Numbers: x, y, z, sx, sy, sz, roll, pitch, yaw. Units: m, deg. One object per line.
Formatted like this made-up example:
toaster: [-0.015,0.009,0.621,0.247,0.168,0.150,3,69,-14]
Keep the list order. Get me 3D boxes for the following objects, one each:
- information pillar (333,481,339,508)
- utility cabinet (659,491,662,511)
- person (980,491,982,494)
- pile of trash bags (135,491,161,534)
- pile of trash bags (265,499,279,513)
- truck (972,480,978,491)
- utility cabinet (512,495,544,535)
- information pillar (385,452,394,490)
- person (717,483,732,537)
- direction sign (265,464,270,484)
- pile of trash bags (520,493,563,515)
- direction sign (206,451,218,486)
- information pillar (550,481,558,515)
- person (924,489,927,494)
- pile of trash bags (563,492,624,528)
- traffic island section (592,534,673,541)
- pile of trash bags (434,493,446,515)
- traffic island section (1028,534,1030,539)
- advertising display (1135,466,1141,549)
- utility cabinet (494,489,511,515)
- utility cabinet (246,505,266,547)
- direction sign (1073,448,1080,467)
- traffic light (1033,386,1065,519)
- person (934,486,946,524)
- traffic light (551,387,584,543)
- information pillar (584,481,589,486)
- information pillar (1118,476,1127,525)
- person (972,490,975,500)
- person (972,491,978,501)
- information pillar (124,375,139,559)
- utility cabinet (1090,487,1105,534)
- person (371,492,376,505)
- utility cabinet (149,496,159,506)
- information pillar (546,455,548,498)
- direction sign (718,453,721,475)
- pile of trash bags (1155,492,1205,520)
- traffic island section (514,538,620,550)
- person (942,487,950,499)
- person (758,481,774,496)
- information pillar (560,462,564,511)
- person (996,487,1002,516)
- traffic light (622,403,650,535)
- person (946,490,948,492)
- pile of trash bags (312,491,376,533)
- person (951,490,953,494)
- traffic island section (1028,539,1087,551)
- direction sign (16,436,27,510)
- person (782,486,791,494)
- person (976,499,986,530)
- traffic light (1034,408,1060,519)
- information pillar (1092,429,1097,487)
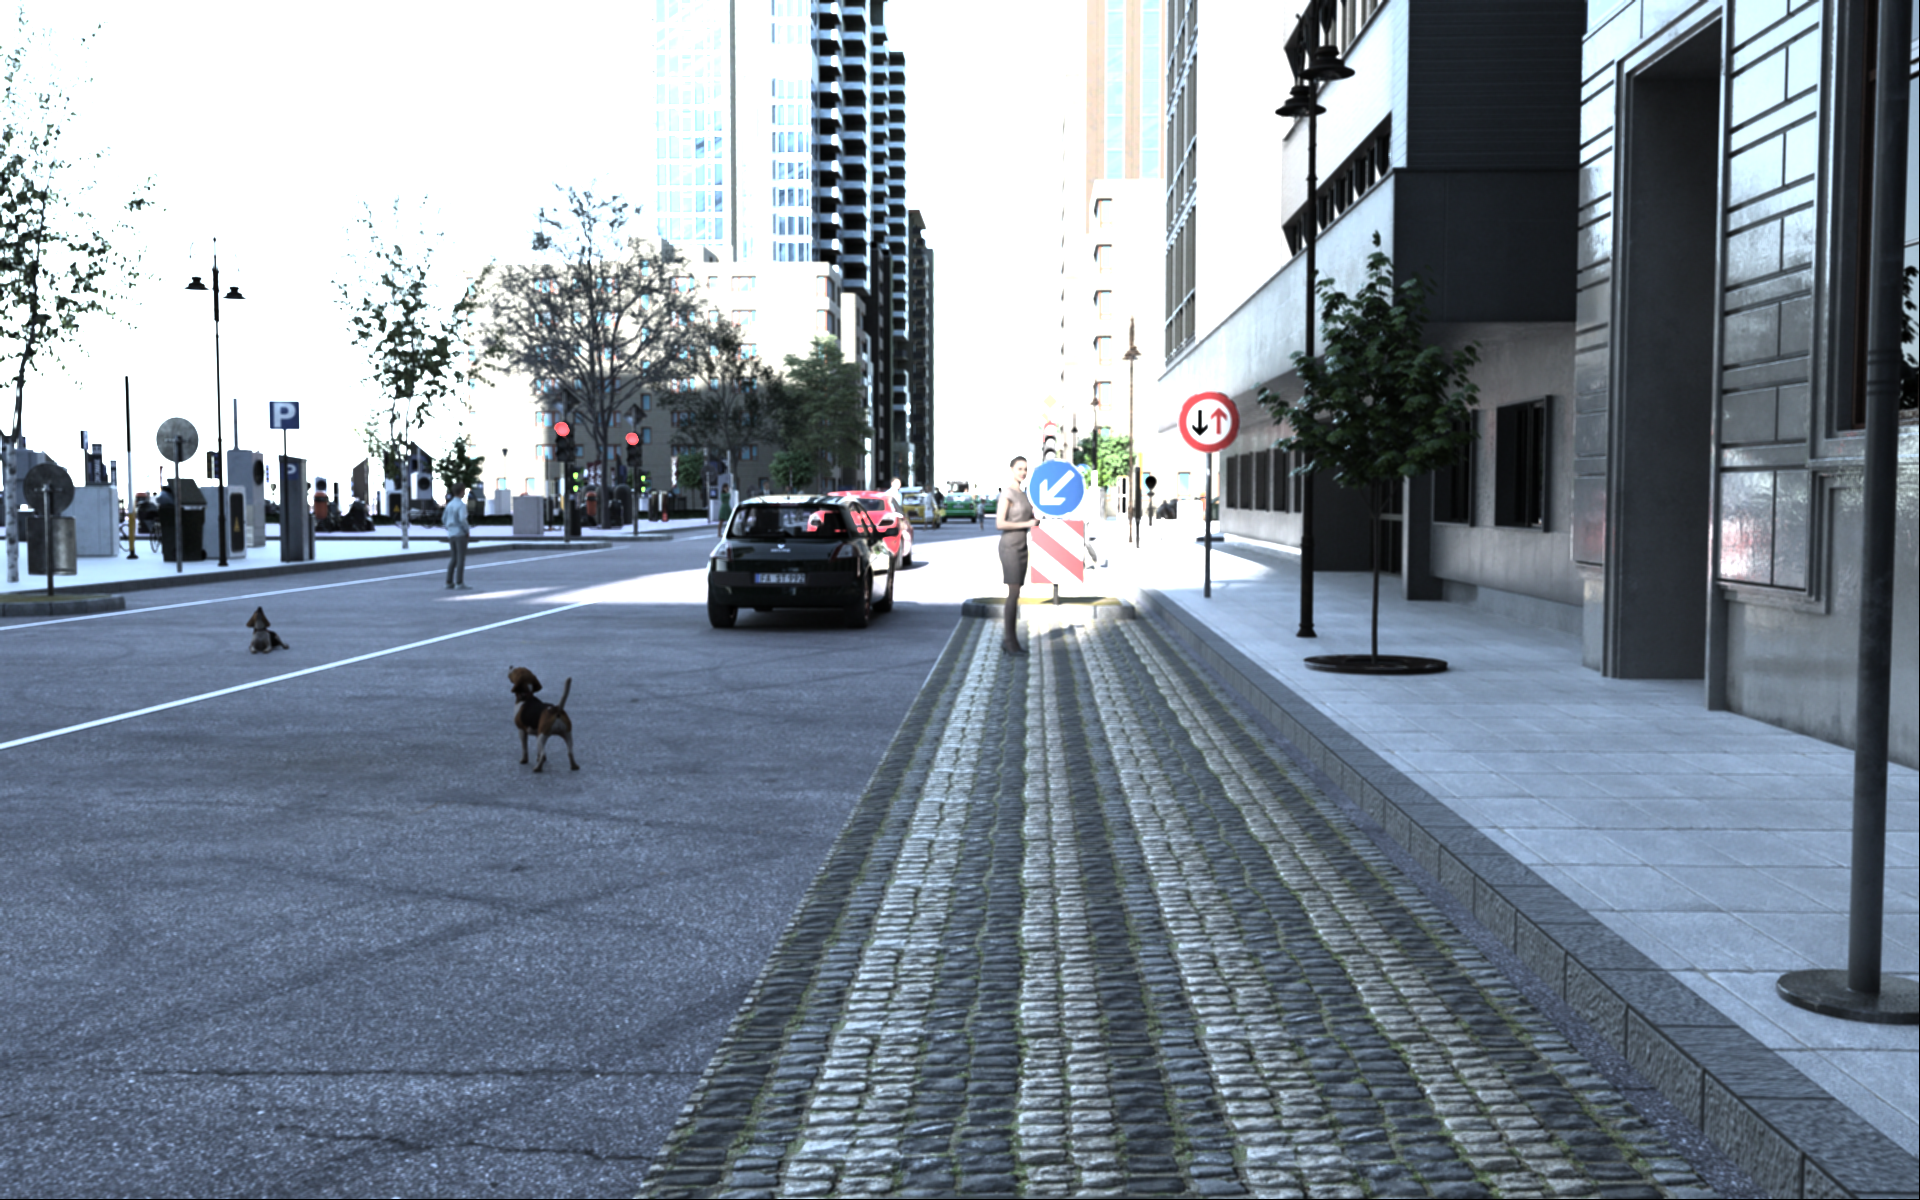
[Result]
information pillar: [-36.352,-5.898,100.924,0.304,2.012,0.304,-1,4,-12]
utility cabinet: [-20.789,-6.928,121.947,0.318,1.500,1.173,-2,4,-34]
person: [1.938,-9.539,165.175,0.721,1.736,1.217,-1,4,-21]
pile of trash bags: [-26.248,-2.887,56.952,3.447,1.369,1.912,3,4,36]
pile of trash bags: [-33.626,-4.421,82.042,1.912,1.369,3.447,1,4,11]
truck: [0.855,-15.017,241.459,3.469,3.379,9.791,0,4,2]
utility cabinet: [-13.567,-2.646,54.425,1.020,1.237,0.306,2,4,24]
information pillar: [-29.992,-6.102,91.116,0.504,3.616,0.183,1,4,8]
person: [-7.843,-3.005,57.873,0.529,1.795,0.600,0,4,5]
direction sign: [-52.375,-8.465,130.402,0.876,3.537,0.379,-3,5,-44]
pile of trash bags: [-24.148,-5.586,101.080,3.447,1.369,1.912,1,4,15]
direction sign: [-39.681,-6.114,91.957,0.379,3.537,0.876,1,4,19]
information pillar: [-22.265,-5.541,95.082,0.304,2.012,0.304,1,4,23]
person: [-2.351,-6.863,120.810,0.767,1.812,0.694,-1,4,-22]
pile of trash bags: [-14.133,-3.532,67.504,1.912,1.369,3.447,0,4,-5]
traffic island section: [-10.091,-1.928,53.800,2.009,0.180,2.903,0,4,2]
pile of trash bags: [-28.938,-5.345,97.135,1.912,1.369,3.447,-1,4,-8]
traffic island section: [2.690,-1.896,53.279,2.009,0.180,2.903,0,4,2]
advertising display: [4.177,-2.171,40.709,0.123,1.923,0.974,0,4,4]
utility cabinet: [-20.456,-4.207,77.470,0.318,1.500,1.173,1,4,8]
utility cabinet: [-17.229,-2.037,41.984,0.318,1.500,1.173,-3,5,-43]
direction sign: [5.984,-5.729,85.668,0.876,3.537,0.379,-1,4,-20]
traffic light: [2.327,-3.441,45.188,0.839,4.253,0.868,0,4,2]
person: [-1.233,-4.479,81.947,0.699,1.804,1.509,-2,4,-25]
traffic light: [-10.375,-3.472,45.685,0.839,4.253,0.868,0,4,2]
information pillar: [-20.764,-5.631,96.562,0.304,2.012,0.304,1,4,15]
information pillar: [6.781,-4.147,72.292,0.304,2.012,0.304,-1,4,-21]
person: [1.291,-9.405,162.279,0.705,1.823,1.348,-1,4,-13]
person: [1.387,-8.791,152.955,0.721,1.735,1.217,-3,5,-43]
information pillar: [-16.453,-2.630,34.351,0.183,3.616,0.504,-1,4,-19]
utility cabinet: [4.368,-2.831,54.963,0.318,1.500,1.173,1,4,14]
person: [-71.780,-12.408,212.302,0.756,1.711,0.436,-1,4,-16]
utility cabinet: [-32.565,-3.635,70.597,1.020,1.237,0.306,2,4,30]
information pillar: [-24.648,-6.851,103.375,0.183,3.616,0.504,-1,4,-10]
direction sign: [-13.420,-6.393,96.528,0.379,3.537,0.876,0,4,0]
pile of trash bags: [11.259,-4.641,85.637,1.912,1.369,3.447,3,5,43]
traffic island section: [-10.414,-1.440,45.821,2.009,0.180,2.903,0,4,2]
person: [-0.864,-6.123,108.381,0.659,1.850,0.755,1,4,19]
person: [-6.045,-2.827,54.495,0.659,1.850,0.755,-1,4,-16]
information pillar: [-21.043,-6.162,92.099,0.504,3.616,0.183,2,4,35]
person: [1.809,-4.023,74.840,0.480,1.755,0.524,2,4,34]
traffic light: [-10.051,-3.960,53.664,0.839,4.253,0.868,0,4,2]
person: [-1.135,-7.101,125.268,0.598,1.740,0.731,0,3,0]
pile of trash bags: [-21.111,-2.989,58.620,1.912,1.369,3.447,0,4,-2]
person: [-0.744,-8.039,140.469,0.617,1.759,0.750,-2,4,-35]
traffic island section: [2.366,-1.408,45.300,2.009,0.180,2.903,0,4,2]
direction sign: [-36.388,-4.582,66.905,0.379,3.537,0.876,1,4,20]
person: [-8.183,-4.463,81.388,0.836,1.842,0.656,0,4,1]
person: [0.844,-3.402,68.800,0.352,1.250,0.332,-1,4,-18]
traffic light: [2.650,-3.929,53.166,0.839,4.253,0.868,0,4,2]
information pillar: [4.849,-4.352,62.506,0.183,3.616,0.504,0,4,-8]
